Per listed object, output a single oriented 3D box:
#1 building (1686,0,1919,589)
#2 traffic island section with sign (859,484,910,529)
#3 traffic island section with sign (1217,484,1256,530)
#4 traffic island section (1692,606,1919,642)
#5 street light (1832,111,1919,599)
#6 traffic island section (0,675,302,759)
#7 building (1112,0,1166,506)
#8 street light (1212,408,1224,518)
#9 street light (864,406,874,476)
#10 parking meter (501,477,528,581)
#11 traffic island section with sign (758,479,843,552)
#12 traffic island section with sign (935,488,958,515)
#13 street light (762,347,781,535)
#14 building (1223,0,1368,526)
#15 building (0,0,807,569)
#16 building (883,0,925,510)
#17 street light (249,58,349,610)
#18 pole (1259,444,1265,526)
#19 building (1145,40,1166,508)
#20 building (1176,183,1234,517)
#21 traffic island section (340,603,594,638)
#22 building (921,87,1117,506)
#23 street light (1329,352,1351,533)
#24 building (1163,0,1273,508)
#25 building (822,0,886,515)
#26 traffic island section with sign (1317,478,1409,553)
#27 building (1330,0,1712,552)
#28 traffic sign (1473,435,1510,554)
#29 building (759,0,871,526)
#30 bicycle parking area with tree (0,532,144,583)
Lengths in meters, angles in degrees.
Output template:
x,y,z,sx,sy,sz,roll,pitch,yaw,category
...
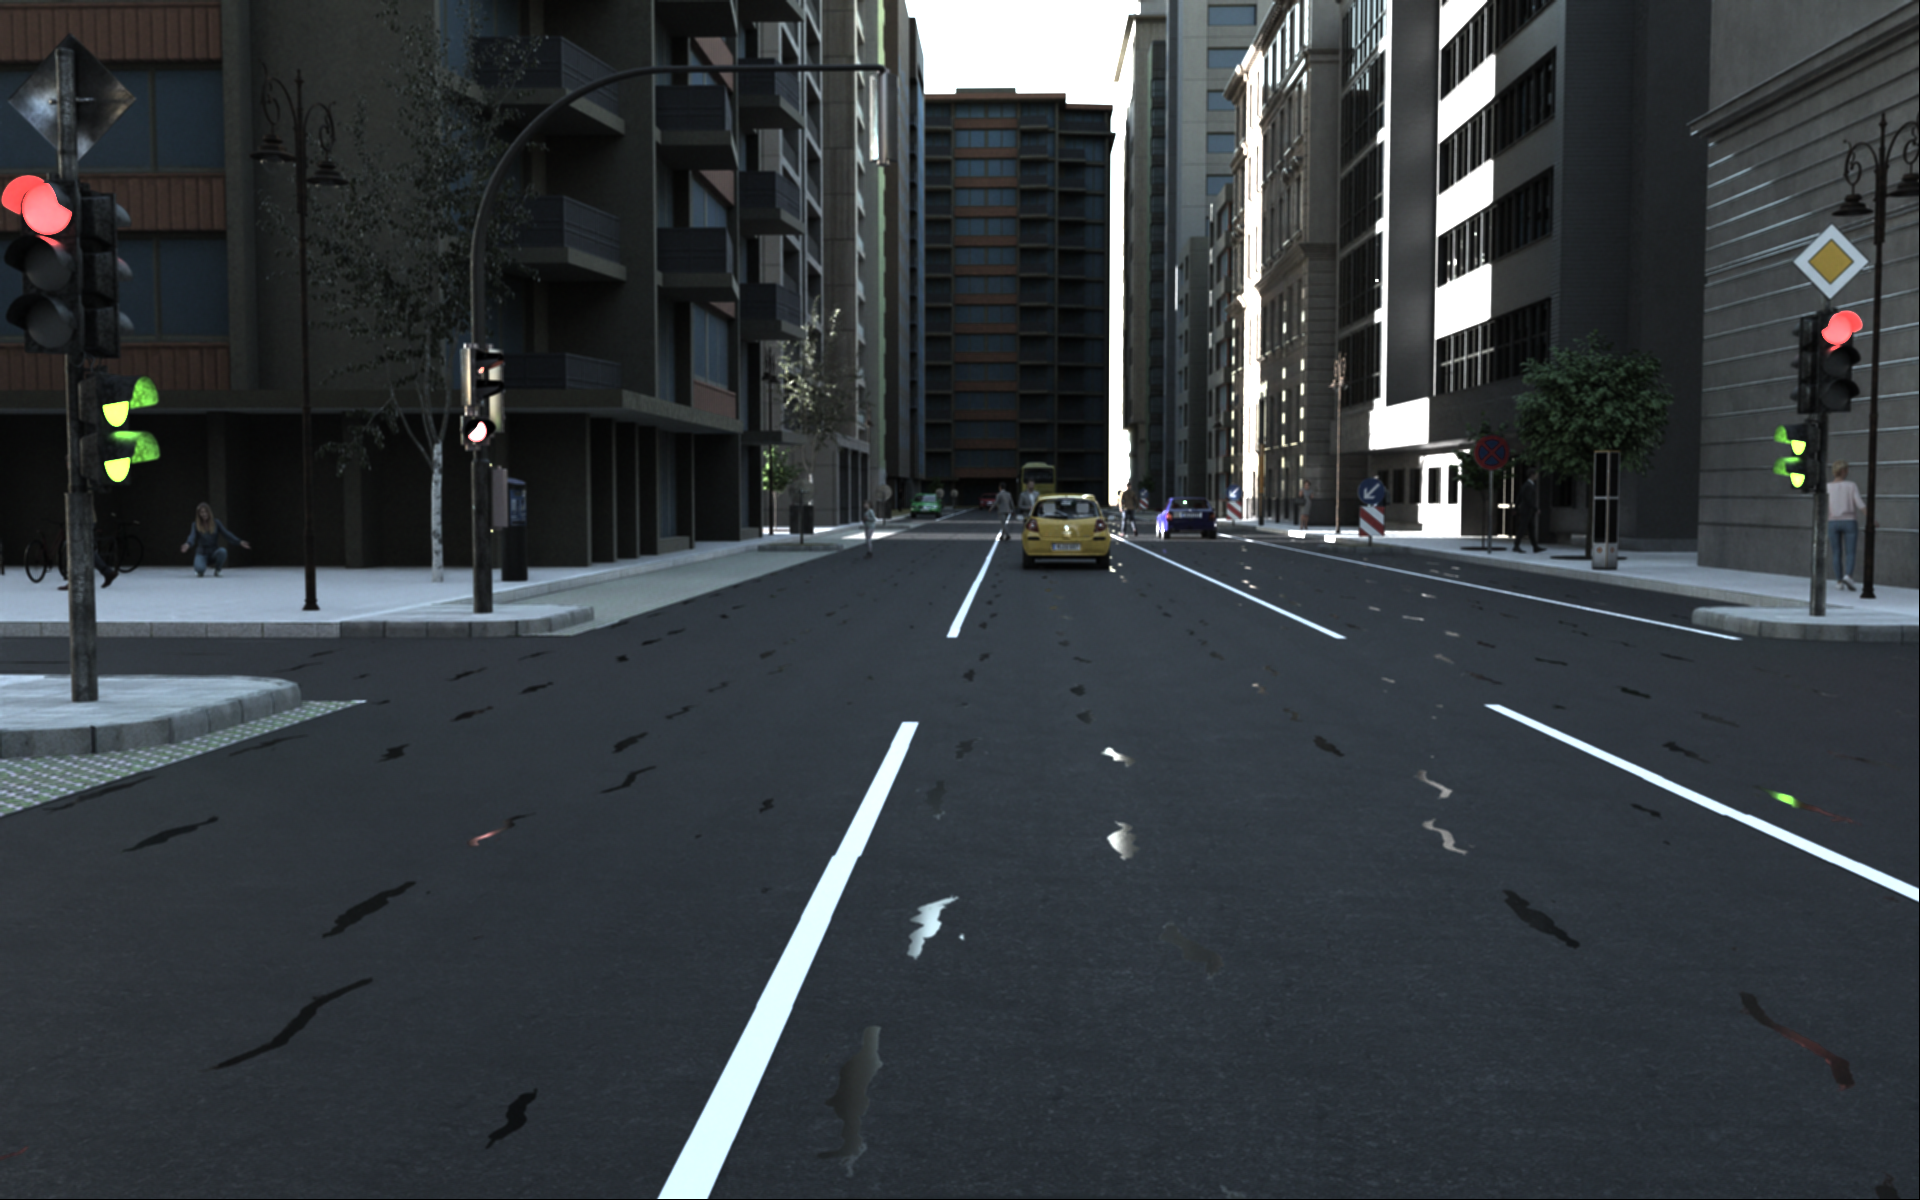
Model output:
x,y,z,sx,sy,sz,roll,pitch,yaw,category
24.494,-11.144,24.009,24.055,21.916,13.314,0,4,2,building
-3.053,-3.797,70.715,1.989,1.847,2.006,0,4,2,traffic island section with sign
10.832,-3.740,69.771,1.989,1.847,2.006,0,4,2,traffic island section with sign
9.056,0.247,18.247,2.009,0.180,2.903,0,4,2,traffic island section
11.189,-2.959,21.166,0.468,5.910,1.993,0,4,2,street light
-5.451,0.705,10.760,2.009,0.180,2.903,0,4,2,traffic island section
31.192,-36.789,190.738,27.495,52.752,28.713,0,4,2,building
13.618,-7.269,91.636,0.468,5.910,1.993,0,4,2,street light
-4.682,-7.142,89.556,0.468,5.910,1.993,0,4,2,street light
-6.584,-1.049,25.560,0.372,1.533,0.369,0,3,0,parking meter
-3.990,-2.150,43.776,1.989,1.847,2.006,0,4,2,traffic island section with sign
-1.346,-6.838,120.428,1.989,1.847,2.006,0,4,2,traffic island section with sign
-5.947,-4.991,54.385,0.468,5.910,1.993,0,4,2,street light
19.744,-17.295,80.044,12.463,27.353,25.104,0,4,2,building
-15.739,-23.692,41.990,22.147,44.769,28.867,0,4,2,building
-10.736,-31.277,161.496,14.200,45.320,14.600,0,4,2,building
-7.180,-2.826,18.986,0.468,5.910,1.993,0,4,2,street light
12.273,-4.686,70.458,0.158,3.312,0.155,0,3,0,pole
24.140,-29.135,159.950,14.154,41.232,14.086,0,4,2,building
29.059,-16.241,110.581,27.650,21.520,28.899,0,4,2,building
-5.176,0.217,18.741,2.009,0.180,2.903,0,4,2,traffic island section
2.168,-32.713,189.479,28.867,44.769,22.147,0,4,2,building
12.362,-5.118,56.464,0.468,5.910,1.993,0,4,2,street light
26.940,-36.455,138.043,21.231,58.520,28.212,0,4,2,building
-11.917,-25.548,101.306,14.154,41.232,14.086,0,4,2,building
9.911,-2.092,42.831,1.989,1.847,2.006,0,4,2,traffic island section with sign
20.971,-14.268,52.350,14.314,24.678,30.058,0,4,2,building
11.385,-2.267,37.164,0.768,2.556,0.104,0,4,5,traffic sign
-14.698,-39.074,77.109,20.563,71.187,20.611,0,4,2,building
-16.714,-2.287,24.389,8.231,4.147,9.016,1,4,10,bicycle parking area with tree
